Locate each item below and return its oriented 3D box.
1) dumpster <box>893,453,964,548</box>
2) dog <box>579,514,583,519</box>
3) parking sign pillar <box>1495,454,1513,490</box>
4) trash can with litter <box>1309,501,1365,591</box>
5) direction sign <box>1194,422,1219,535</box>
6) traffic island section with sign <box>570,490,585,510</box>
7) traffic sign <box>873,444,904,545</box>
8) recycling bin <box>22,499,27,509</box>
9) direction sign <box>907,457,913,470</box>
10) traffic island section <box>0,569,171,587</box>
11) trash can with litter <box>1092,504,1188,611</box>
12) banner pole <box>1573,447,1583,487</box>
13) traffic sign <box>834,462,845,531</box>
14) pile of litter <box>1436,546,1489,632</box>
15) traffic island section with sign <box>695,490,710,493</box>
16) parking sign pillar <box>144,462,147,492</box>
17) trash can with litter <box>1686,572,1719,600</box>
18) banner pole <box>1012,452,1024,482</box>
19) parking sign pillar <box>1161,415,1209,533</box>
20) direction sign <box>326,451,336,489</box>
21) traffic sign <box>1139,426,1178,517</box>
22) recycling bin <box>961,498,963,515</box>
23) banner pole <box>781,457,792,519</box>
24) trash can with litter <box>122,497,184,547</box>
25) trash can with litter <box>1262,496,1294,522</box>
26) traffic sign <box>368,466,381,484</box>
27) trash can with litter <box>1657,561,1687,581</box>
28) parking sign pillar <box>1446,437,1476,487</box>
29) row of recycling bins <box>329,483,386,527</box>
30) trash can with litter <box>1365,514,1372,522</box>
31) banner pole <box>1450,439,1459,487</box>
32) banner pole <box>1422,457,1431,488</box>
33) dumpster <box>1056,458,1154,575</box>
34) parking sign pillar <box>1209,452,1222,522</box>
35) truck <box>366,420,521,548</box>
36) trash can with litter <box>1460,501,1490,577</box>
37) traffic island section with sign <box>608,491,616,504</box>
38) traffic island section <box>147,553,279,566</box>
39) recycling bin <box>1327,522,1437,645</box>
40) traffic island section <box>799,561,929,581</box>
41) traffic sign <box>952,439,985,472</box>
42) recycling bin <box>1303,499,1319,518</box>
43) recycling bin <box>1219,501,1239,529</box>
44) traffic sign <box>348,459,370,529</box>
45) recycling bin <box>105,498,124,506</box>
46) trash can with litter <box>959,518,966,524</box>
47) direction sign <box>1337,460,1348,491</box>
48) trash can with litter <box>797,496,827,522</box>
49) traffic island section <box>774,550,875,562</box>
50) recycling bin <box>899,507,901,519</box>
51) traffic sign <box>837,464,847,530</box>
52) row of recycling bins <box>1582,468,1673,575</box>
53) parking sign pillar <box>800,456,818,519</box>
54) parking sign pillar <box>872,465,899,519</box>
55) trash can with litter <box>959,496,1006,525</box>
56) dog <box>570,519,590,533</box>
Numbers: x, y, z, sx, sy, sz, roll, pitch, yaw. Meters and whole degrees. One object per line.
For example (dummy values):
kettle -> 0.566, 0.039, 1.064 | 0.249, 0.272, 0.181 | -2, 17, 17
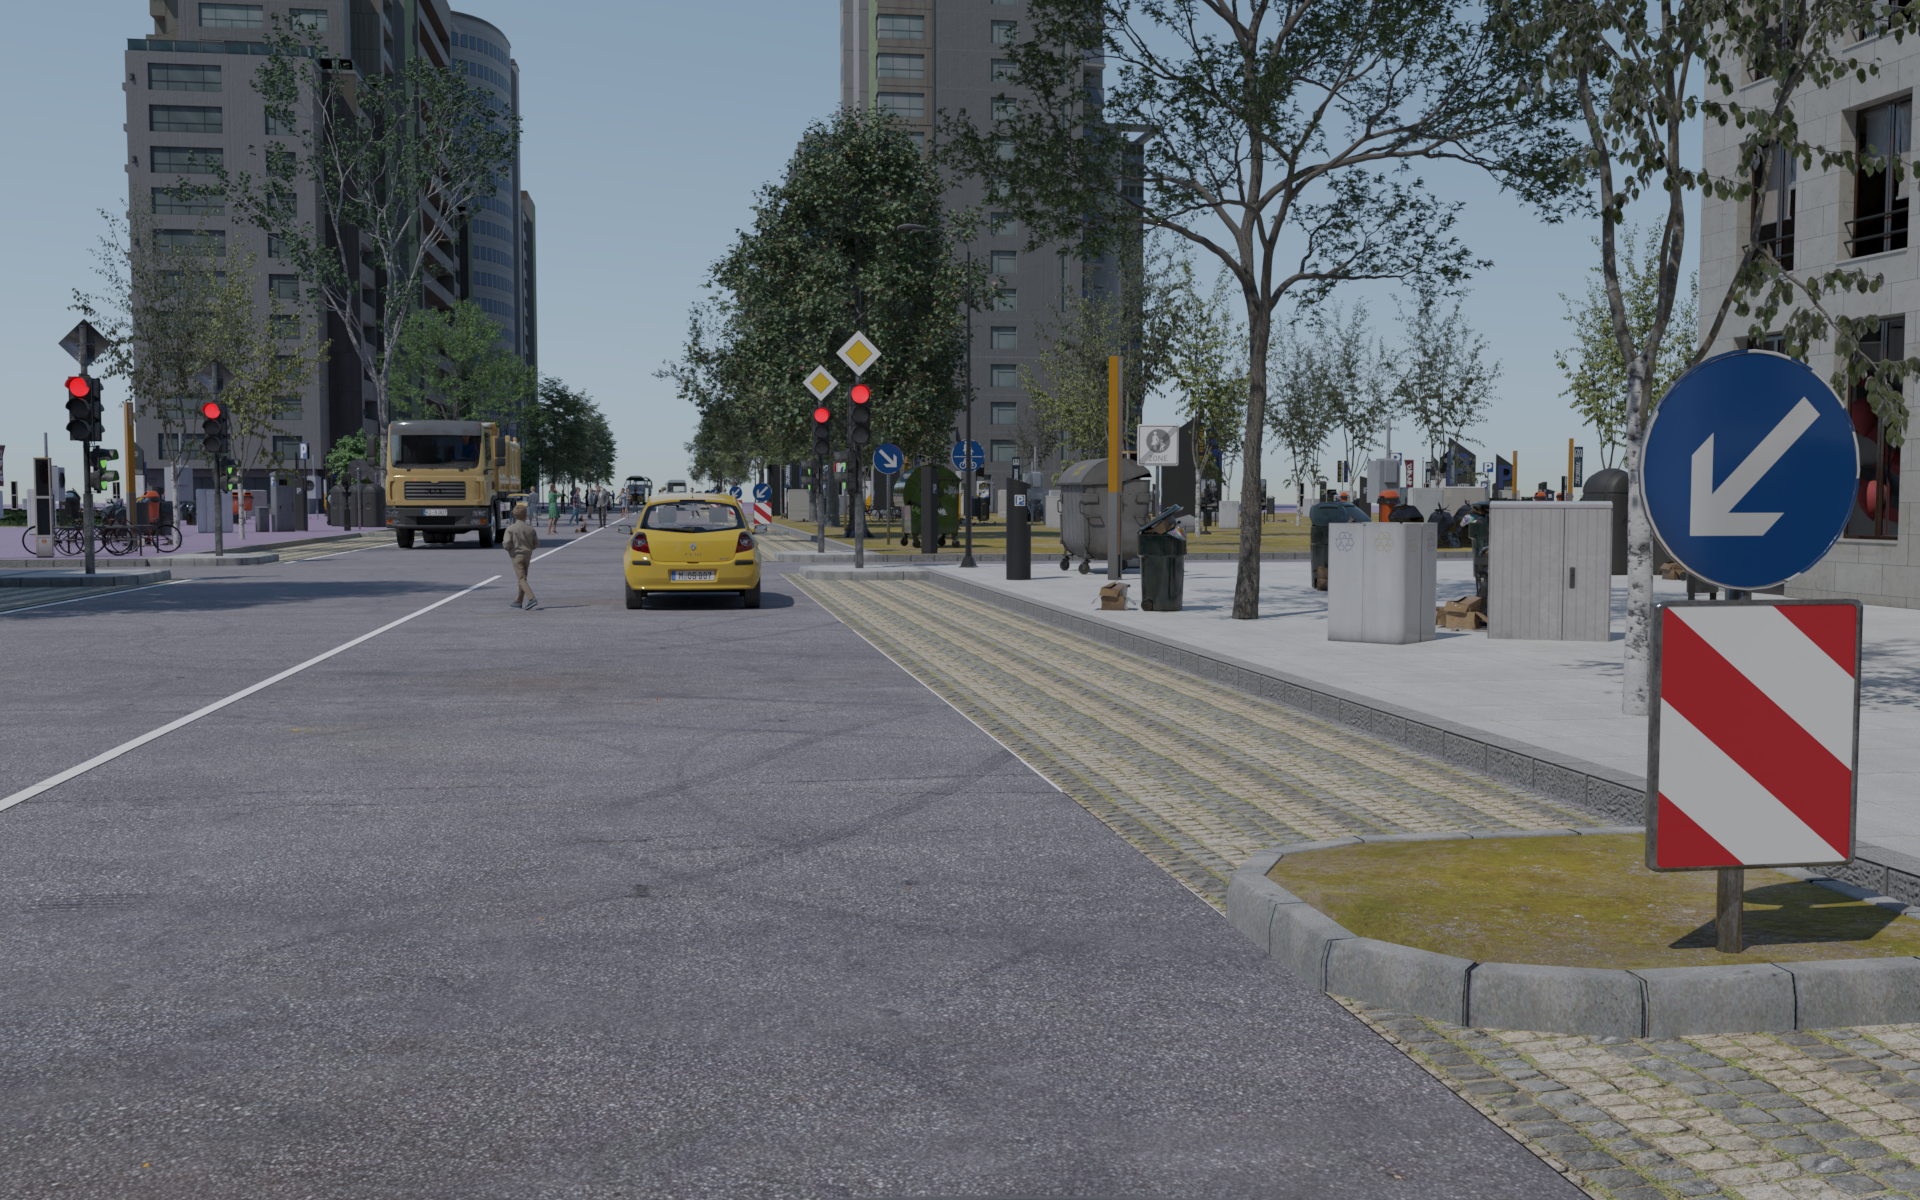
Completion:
dumpster -> -0.749, -2.402, 41.763 | 1.502, 2.255, 1.985 | -1, 4, -9
dog -> -19.796, -4.257, 89.791 | 0.748, 0.427, 0.550 | -1, 4, -10
parking sign pillar -> 36.465, -7.779, 115.660 | 1.447, 3.967, 1.447 | 0, 4, -1
trash can with litter -> 5.031, -0.730, 23.321 | 0.624, 1.170, 1.055 | 0, 4, 7
direction sign -> 7.825, -3.853, 54.999 | 0.876, 3.537, 0.379 | -2, 4, -25
traffic island section with sign -> -35.776, -9.293, 160.561 | 1.989, 1.847, 2.006 | -1, 4, -9
traffic sign -> -1.807, -2.668, 43.732 | 0.768, 2.556, 0.104 | 0, 4, 0
recycling bin -> -51.849, -5.137, 96.549 | 0.722, 1.027, 0.722 | -2, 4, -26
direction sign -> -2.865, -6.896, 104.740 | 0.876, 3.537, 0.379 | 0, 4, 7
traffic island section -> -14.046, -0.346, 27.938 | 2.009, 0.180, 2.903 | -1, 4, -9
trash can with litter -> 1.980, -0.468, 19.046 | 1.055, 1.170, 0.624 | 1, 4, 12
banner pole -> 28.452, -5.513, 80.150 | 0.863, 3.779, 0.401 | -1, 4, -12
traffic sign -> -3.983, -3.660, 59.944 | 0.768, 2.556, 0.104 | 0, 4, -4
pile of litter -> 4.969, -0.176, 16.850 | 1.176, 0.858, 1.719 | 2, 4, 26
traffic island section with sign -> -23.858, -9.447, 163.086 | 1.989, 1.847, 2.006 | -1, 4, -9
parking sign pillar -> -49.341, -7.090, 104.400 | 1.447, 3.967, 1.447 | -2, 4, -31
trash can with litter -> 7.461, -0.349, 16.761 | 2.233, 1.210, 1.678 | -3, 5, -44
banner pole -> 3.504, -6.937, 103.436 | 0.863, 3.779, 0.401 | 0, 4, -7
parking sign pillar -> 7.358, -4.231, 57.652 | 1.447, 3.967, 1.447 | 0, 4, 0
direction sign -> -33.535, -6.144, 92.444 | 0.379, 3.537, 0.876 | 1, 4, 10
traffic sign -> 2.903, -1.429, 25.487 | 0.606, 2.300, 0.079 | 0, 4, -5
recycling bin -> 0.509, -5.628, 104.580 | 0.722, 1.027, 0.722 | -3, 4, -37
banner pole -> -8.872, -5.989, 87.942 | 0.863, 3.779, 0.401 | 2, 4, 29
trash can with litter -> -20.071, -1.967, 43.225 | 1.678, 1.210, 2.233 | 1, 4, 10
trash can with litter -> 14.419, -4.185, 79.484 | 1.678, 1.210, 2.233 | -2, 4, -29
traffic sign -> -26.278, -4.765, 78.016 | 0.768, 2.556, 0.104 | 0, 4, -3
trash can with litter -> 10.770, -0.872, 25.639 | 0.624, 1.170, 1.055 | -1, 4, -20
parking sign pillar -> 23.502, -5.678, 81.302 | 1.447, 3.967, 1.447 | 3, 4, 37
row of recycling bins -> -23.622, -3.717, 67.889 | 1.069, 1.692, 3.534 | -3, 5, -45
trash can with litter -> 6.234, -0.934, 26.654 | 0.624, 1.170, 1.055 | -3, 4, -39
banner pole -> 22.123, -5.352, 77.523 | 0.401, 3.779, 0.863 | 3, 5, 41
banner pole -> 31.536, -7.778, 117.186 | 0.863, 3.779, 0.401 | 0, 3, 0
dumpster -> 2.367, -1.377, 28.277 | 1.264, 1.857, 1.865 | -1, 4, -9
parking sign pillar -> 11.596, -5.598, 80.006 | 1.447, 3.967, 1.447 | -1, 4, -22
truck -> -14.017, -3.198, 48.211 | 3.469, 3.379, 9.791 | -1, 4, -9
trash can with litter -> 8.286, -0.936, 26.683 | 1.055, 1.170, 0.624 | -2, 4, -28
traffic island section with sign -> -49.201, -14.309, 242.577 | 1.989, 1.847, 2.006 | -1, 4, -9
traffic island section -> -15.336, -0.828, 35.818 | 2.009, 0.180, 2.903 | -1, 4, -9
recycling bin -> 3.701, -0.160, 15.175 | 0.722, 1.027, 0.722 | 3, 5, 39
traffic island section -> -1.717, -0.469, 29.944 | 2.009, 0.180, 2.903 | -1, 4, -9
traffic sign -> 0.185, -2.459, 40.317 | 0.768, 2.556, 0.104 | 0, 4, -3
recycling bin -> 19.106, -4.986, 94.080 | 0.722, 1.027, 0.722 | -1, 4, -19
recycling bin -> 9.905, -3.133, 63.780 | 0.722, 1.027, 0.722 | 0, 4, 7
traffic sign -> -21.757, -3.829, 62.702 | 0.768, 2.556, 0.104 | 0, 4, -4
recycling bin -> -49.177, -5.395, 100.766 | 0.722, 1.027, 0.722 | 0, 4, 7
trash can with litter -> -0.184, -3.815, 73.761 | 1.055, 1.170, 0.624 | 2, 4, 32
direction sign -> 25.811, -7.636, 116.852 | 0.876, 3.537, 0.379 | -2, 4, -25
trash can with litter -> -6.800, -4.281, 81.054 | 2.233, 1.210, 1.678 | -3, 5, -39
traffic island section -> -3.008, -0.951, 37.824 | 2.009, 0.180, 2.903 | -1, 4, -9
recycling bin -> -2.926, -4.808, 91.160 | 0.722, 1.027, 0.722 | 0, 4, -3
traffic sign -> -3.805, -3.399, 57.709 | 0.606, 2.300, 0.079 | 0, 4, -5
row of recycling bins -> 11.763, -1.255, 27.634 | 3.534, 1.692, 1.069 | 0, 3, 0
parking sign pillar -> -7.621, -5.948, 85.724 | 1.447, 3.967, 1.447 | -1, 4, -12
parking sign pillar -> -3.802, -6.163, 89.242 | 1.447, 3.967, 1.447 | -1, 4, -12
trash can with litter -> 0.877, -3.705, 71.635 | 2.233, 1.210, 1.678 | 3, 4, 39
dog -> -14.055, -2.680, 64.016 | 0.748, 0.427, 0.550 | -1, 4, -13
